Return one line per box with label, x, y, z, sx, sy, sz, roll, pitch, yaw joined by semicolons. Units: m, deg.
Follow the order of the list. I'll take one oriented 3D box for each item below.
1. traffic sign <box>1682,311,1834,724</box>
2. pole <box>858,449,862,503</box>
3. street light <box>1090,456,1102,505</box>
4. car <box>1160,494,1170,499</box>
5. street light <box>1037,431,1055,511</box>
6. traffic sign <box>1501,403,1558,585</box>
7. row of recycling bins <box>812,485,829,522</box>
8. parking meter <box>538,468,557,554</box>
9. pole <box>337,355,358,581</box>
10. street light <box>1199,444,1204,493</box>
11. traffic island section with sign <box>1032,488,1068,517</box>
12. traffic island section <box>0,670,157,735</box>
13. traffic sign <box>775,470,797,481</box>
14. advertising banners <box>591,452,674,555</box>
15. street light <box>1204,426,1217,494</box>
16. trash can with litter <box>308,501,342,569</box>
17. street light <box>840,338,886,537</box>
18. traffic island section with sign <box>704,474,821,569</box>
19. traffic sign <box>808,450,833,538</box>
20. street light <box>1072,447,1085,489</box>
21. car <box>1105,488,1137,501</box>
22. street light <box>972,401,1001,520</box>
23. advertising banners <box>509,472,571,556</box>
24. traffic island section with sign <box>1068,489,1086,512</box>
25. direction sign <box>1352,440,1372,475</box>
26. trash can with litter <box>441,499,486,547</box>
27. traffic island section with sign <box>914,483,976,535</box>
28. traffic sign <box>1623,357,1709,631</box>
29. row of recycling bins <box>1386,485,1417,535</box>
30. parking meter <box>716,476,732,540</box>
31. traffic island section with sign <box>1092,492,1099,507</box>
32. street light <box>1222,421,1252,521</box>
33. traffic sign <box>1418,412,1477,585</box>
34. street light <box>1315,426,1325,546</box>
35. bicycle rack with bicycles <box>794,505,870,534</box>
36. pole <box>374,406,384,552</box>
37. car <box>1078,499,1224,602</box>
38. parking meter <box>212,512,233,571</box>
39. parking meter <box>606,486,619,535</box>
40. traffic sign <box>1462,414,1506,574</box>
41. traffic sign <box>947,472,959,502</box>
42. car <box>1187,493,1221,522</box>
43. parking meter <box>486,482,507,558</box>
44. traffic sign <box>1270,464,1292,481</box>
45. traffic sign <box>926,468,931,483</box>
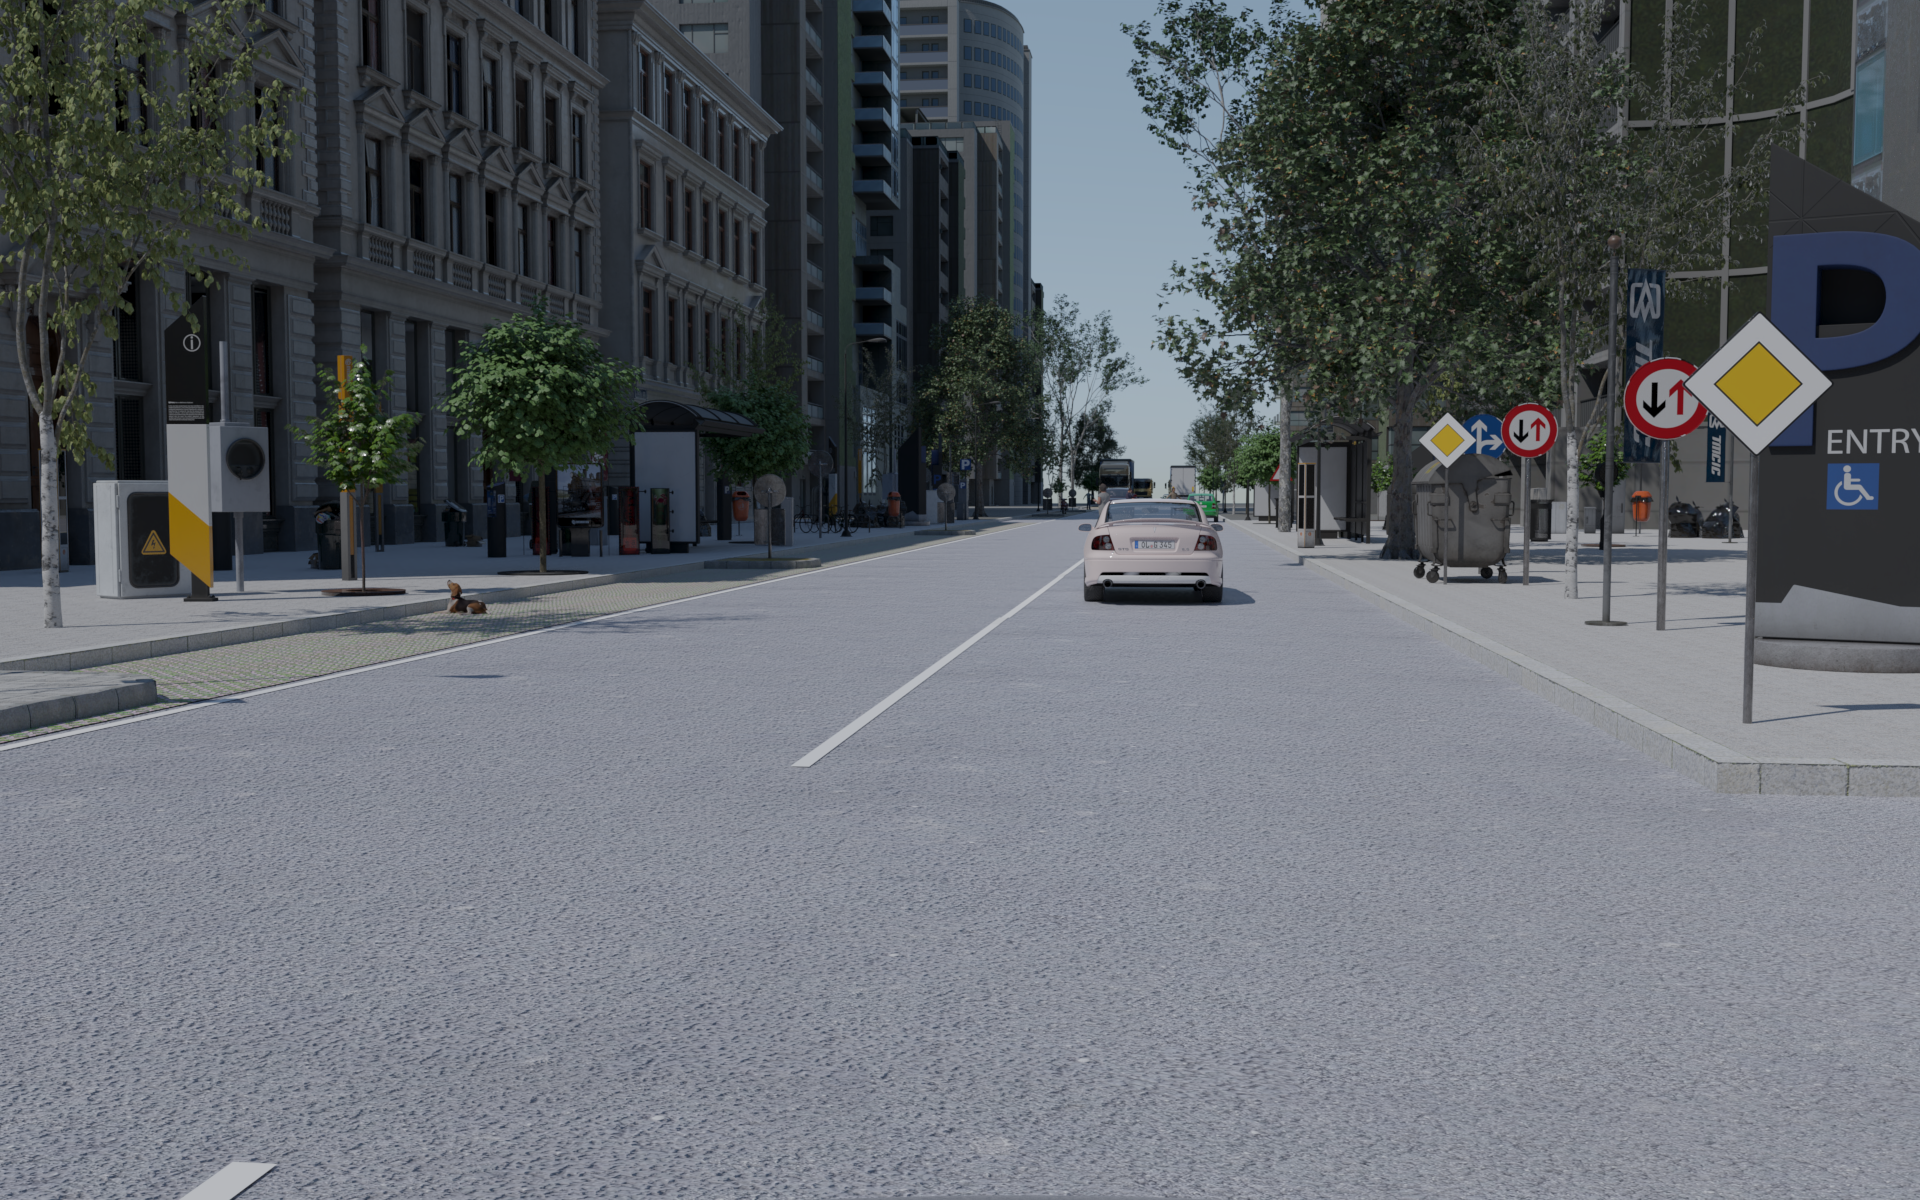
traffic sign;4.400;-0.366;9.623;0.795;2.450;0.064;0;4;7
pole;-4.511;-5.150;78.048;0.158;3.312;0.155;0;3;0
street light;16.560;-14.564;210.656;1.470;5.913;1.316;0;4;7
car;25.669;-12.307;213.021;2.131;1.459;4.920;1;4;8
street light;6.348;-9.515;128.112;1.470;5.913;1.316;0;4;7
traffic sign;7.952;-1.477;24.261;0.768;2.556;0.104;1;4;9
row of recycling bins;-6.453;-4.525;81.104;1.069;1.692;3.534;0;4;-5
parking meter;-8.821;-1.916;37.041;0.255;1.863;0.399;-3;5;-40
pole;-9.056;-1.942;25.601;0.158;3.312;0.155;0;3;0
street light;22.864;-11.468;160.043;1.470;5.913;1.316;0;4;7
traffic island section with sign;5.621;-6.200;109.999;1.989;1.847;2.006;0;4;7
traffic island section;-6.583;0.687;11.055;2.009;0.180;2.903;0;4;7
traffic sign;-5.005;-2.980;48.732;0.884;2.594;0.081;1;4;15
advertising banners;-6.933;-2.458;36.377;2.074;3.025;0.090;-3;5;-41
street light;17.689;-8.955;118.953;1.470;5.913;1.316;0;4;7
trash can with litter;-10.872;-1.114;29.600;0.624;1.170;1.055;-3;5;-42
street light;-2.884;-4.849;51.827;1.470;5.913;1.316;0;4;7
traffic island section with sign;-3.780;-1.539;33.788;1.989;1.847;2.006;0;4;7
traffic sign;-4.070;-3.075;50.390;0.768;2.556;0.104;1;4;10
street light;11.581;-12.068;169.849;1.470;5.913;1.316;0;4;7
car;9.590;-5.903;105.186;2.281;1.827;5.304;0;4;6
street light;1.335;-6.999;86.972;1.470;5.913;1.316;0;4;7
advertising banners;-8.736;-2.447;36.196;2.074;3.025;0.090;2;4;28
traffic island section with sign;8.967;-7.859;137.119;1.989;1.847;2.006;0;4;7
direction sign;16.323;-4.808;70.600;0.876;3.537;0.379;1;4;18
trash can with litter;-12.079;-1.885;42.204;1.055;1.170;0.624;1;4;10
traffic island section with sign;-0.483;-3.175;60.542;1.989;1.847;2.006;0;4;7
traffic sign;6.593;-0.985;16.217;0.768;2.556;0.104;1;4;13
row of recycling bins;14.632;-2.824;53.288;1.069;1.692;3.534;-3;5;-40
parking meter;-6.546;-2.594;48.123;0.255;1.863;0.399;3;4;38
traffic island section with sign;15.692;-11.196;191.677;1.989;1.847;2.006;0;4;7
street light;13.389;-6.795;83.646;1.470;5.913;1.316;0;4;7
traffic sign;6.871;-1.424;24.466;0.795;2.450;0.064;1;4;14
street light;8.342;-4.300;42.849;1.470;5.913;1.316;0;4;7
bicycle rack with bicycles;-4.239;-2.686;57.303;2.852;0.926;2.925;-3;5;-43
pole;-12.881;-2.722;38.348;0.158;3.312;0.155;0;3;0
car;2.692;-0.735;24.384;2.083;1.381;4.827;0;4;5
parking meter;-12.432;-1.264;29.076;0.372;1.533;0.369;0;3;0
parking meter;-10.805;-2.781;53.875;0.372;1.533;0.369;0;3;0
traffic sign;8.355;-1.688;27.709;0.768;2.556;0.104;1;4;17
traffic sign;-0.325;-4.795;80.532;0.606;2.300;0.079;1;4;12
car;12.450;-4.925;89.313;1.959;1.807;4.718;1;4;9
parking meter;-9.373;-1.628;35.024;0.372;1.533;0.369;0;3;0
traffic sign;12.840;-4.236;69.264;0.884;2.594;0.081;1;4;12
traffic sign;-1.747;-5.018;82.150;0.768;2.556;0.104;1;4;9
